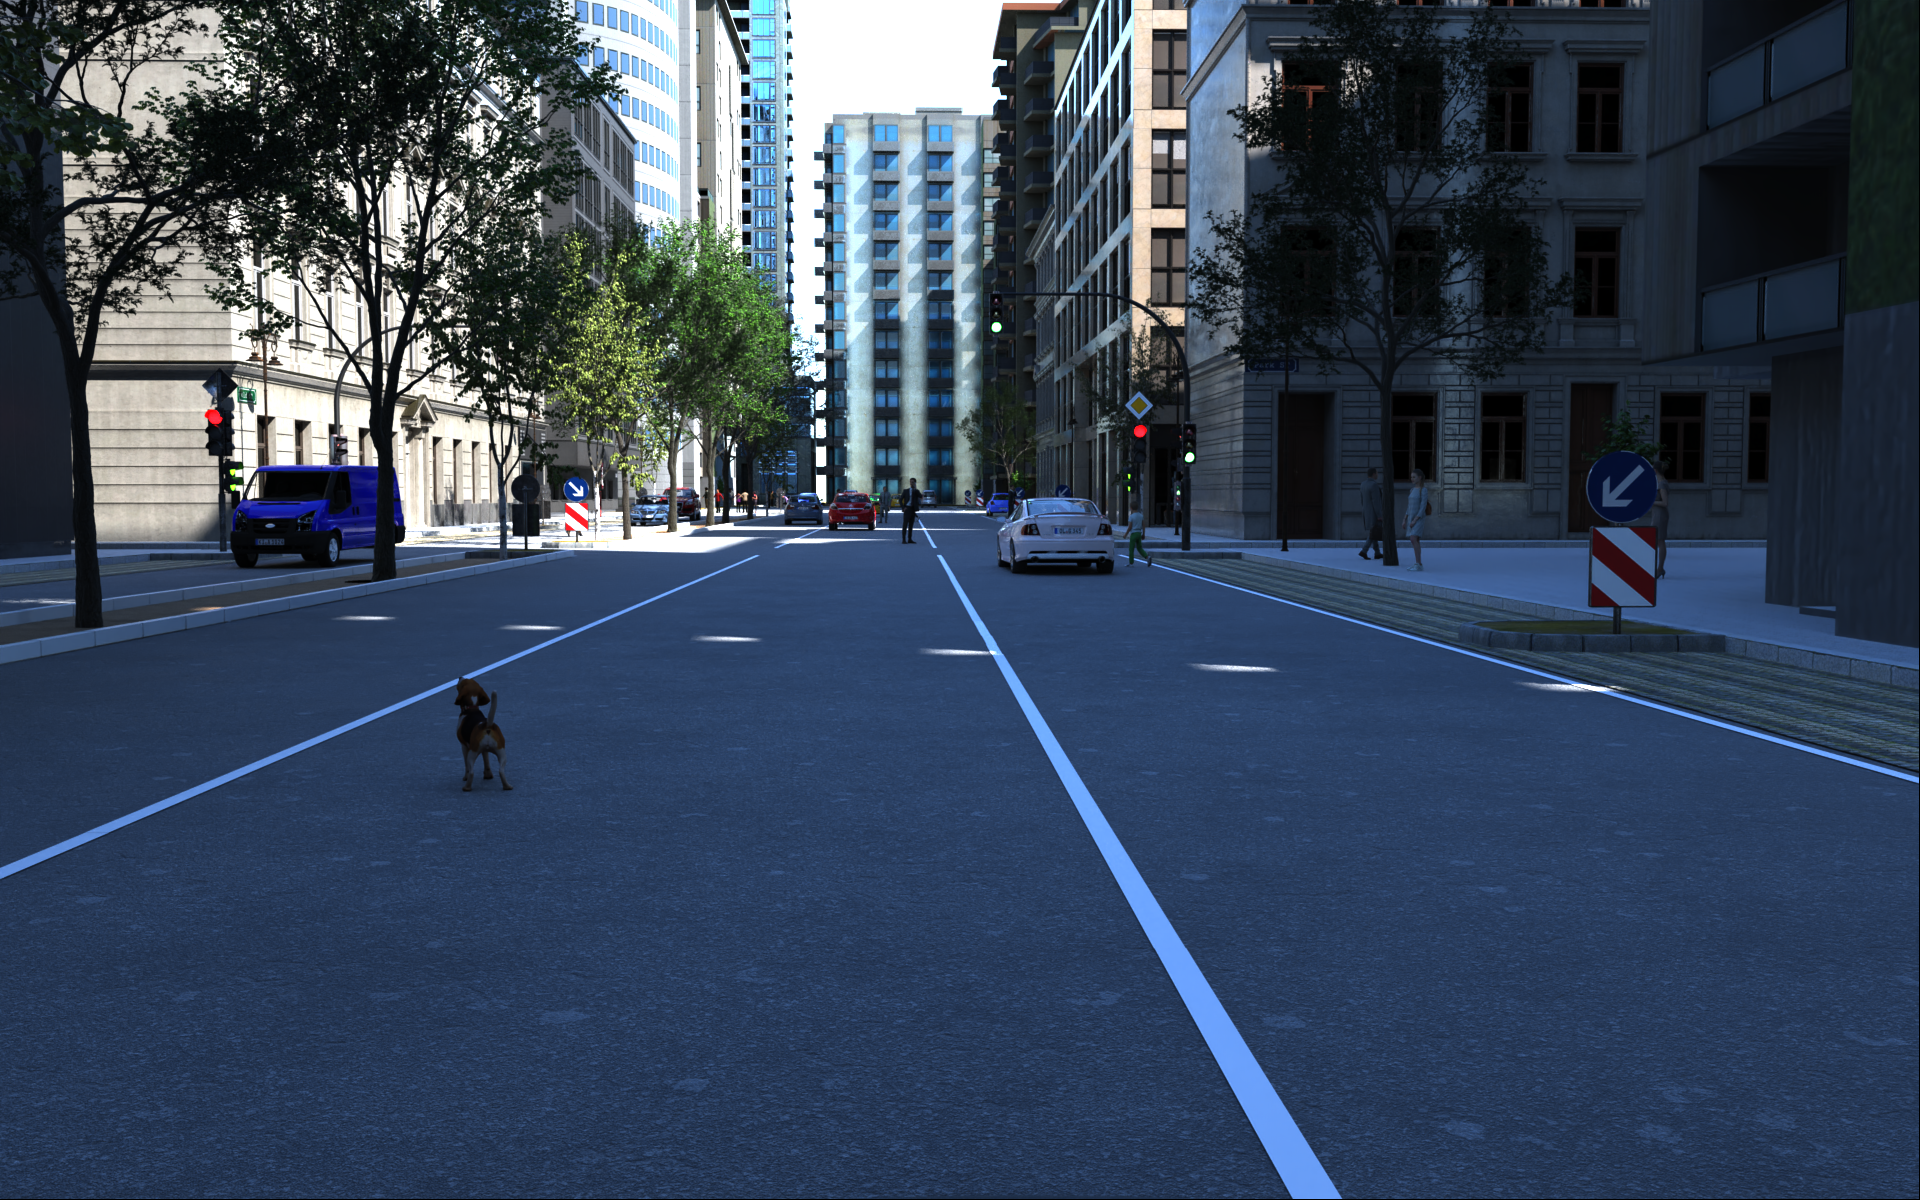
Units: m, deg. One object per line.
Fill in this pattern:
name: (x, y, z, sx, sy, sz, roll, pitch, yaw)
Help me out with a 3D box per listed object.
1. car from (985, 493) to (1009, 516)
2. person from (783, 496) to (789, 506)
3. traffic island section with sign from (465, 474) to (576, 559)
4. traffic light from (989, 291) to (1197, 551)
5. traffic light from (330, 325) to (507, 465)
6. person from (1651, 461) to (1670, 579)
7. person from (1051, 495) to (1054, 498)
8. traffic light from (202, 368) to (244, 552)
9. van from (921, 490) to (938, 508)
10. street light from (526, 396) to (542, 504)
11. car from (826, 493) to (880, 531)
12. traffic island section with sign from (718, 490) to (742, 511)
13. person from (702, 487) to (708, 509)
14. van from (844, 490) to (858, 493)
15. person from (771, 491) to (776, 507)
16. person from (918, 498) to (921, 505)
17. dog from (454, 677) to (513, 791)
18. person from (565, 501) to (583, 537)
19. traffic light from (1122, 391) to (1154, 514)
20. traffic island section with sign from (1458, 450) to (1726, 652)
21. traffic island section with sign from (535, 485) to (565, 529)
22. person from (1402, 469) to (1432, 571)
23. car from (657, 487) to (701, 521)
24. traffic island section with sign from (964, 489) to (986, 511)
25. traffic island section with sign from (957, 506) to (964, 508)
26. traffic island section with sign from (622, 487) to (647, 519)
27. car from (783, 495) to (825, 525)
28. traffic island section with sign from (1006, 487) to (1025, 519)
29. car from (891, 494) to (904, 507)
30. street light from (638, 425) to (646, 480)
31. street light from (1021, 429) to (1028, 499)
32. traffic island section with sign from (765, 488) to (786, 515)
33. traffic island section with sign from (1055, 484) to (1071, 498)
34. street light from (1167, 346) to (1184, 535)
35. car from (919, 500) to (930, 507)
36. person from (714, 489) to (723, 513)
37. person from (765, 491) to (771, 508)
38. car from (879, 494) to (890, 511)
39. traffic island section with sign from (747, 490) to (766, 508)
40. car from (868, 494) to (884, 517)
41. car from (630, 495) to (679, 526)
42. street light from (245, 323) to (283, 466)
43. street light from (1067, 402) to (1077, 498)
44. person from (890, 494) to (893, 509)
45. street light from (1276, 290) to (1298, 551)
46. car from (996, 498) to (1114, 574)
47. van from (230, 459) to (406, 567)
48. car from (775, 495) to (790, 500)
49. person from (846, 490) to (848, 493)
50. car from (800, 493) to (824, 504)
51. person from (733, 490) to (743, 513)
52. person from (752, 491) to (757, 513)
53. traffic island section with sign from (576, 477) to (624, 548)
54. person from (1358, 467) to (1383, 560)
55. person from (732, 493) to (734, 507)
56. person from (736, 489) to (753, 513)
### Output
car: (2.616, -6.232, 111.476, 1.945, 1.707, 3.694, 0, 4, -4)
person: (-13.021, -7.180, 129.134, 0.421, 1.427, 0.697, 3, 5, 41)
traffic island section with sign: (-9.951, -1.897, 39.149, 2.006, 1.907, 1.989, 0, 4, -2)
traffic light: (3.022, -3.939, 39.075, 4.771, 5.953, 1.251, 0, 4, -2)
traffic light: (-14.611, -4.403, 46.654, 4.771, 5.953, 1.251, 0, 4, -2)
person: (10.524, -1.212, 26.197, 0.374, 1.781, 0.599, 1, 4, 17)
person: (4.946, -5.056, 93.399, 0.332, 1.250, 0.352, -3, 5, -45)
traffic light: (-16.439, -3.037, 38.570, 0.839, 4.253, 0.868, 0, 4, -2)
van: (-3.293, -10.726, 182.387, 2.013, 2.044, 4.112, 0, 4, -2)
street light: (-19.837, -6.607, 80.804, 0.468, 5.910, 1.993, 0, 4, -2)
car: (-4.304, -3.694, 69.432, 2.155, 1.783, 4.494, 0, 4, -1)
traffic island section with sign: (-19.723, -8.549, 148.401, 1.989, 1.847, 2.006, 0, 4, -2)
person: (-21.890, -8.786, 149.332, 0.705, 1.869, 1.348, 1, 4, 13)
van: (-10.969, -10.257, 174.705, 2.013, 2.044, 4.112, 0, 4, 0)
person: (-21.229, -11.465, 196.045, 0.705, 1.812, 1.348, -2, 4, -29)
person: (-3.769, -8.918, 154.239, 0.705, 1.831, 1.348, -1, 4, -20)
dog: (-2.367, 0.659, 8.517, 0.540, 0.507, 0.406, 2, 4, 24)
person: (-12.971, -3.023, 58.275, 0.624, 1.780, 0.694, -1, 4, -10)
traffic light: (4.851, -3.568, 47.265, 0.839, 4.253, 0.868, 0, 4, -2)
traffic island section with sign: (5.894, -0.484, 16.535, 1.989, 1.847, 2.006, 0, 4, -2)
traffic island section with sign: (-17.211, -3.832, 71.285, 1.989, 1.847, 2.006, 0, 4, -2)
person: (7.659, -1.344, 29.025, 0.522, 1.701, 0.512, -1, 4, -20)
car: (-15.189, -5.201, 93.714, 2.281, 1.827, 5.304, 0, 4, -4)
traffic island section with sign: (1.571, -8.629, 149.711, 1.989, 1.847, 2.006, 0, 4, -2)
traffic island section with sign: (0.680, -10.309, 177.171, 1.989, 1.847, 2.006, 0, 4, -2)
traffic island section with sign: (-18.093, -5.490, 98.390, 1.989, 1.847, 2.006, 0, 4, -2)
car: (-7.377, -4.274, 81.877, 2.014, 1.417, 4.499, 0, 4, -4)
traffic island section with sign: (3.222, -5.522, 98.907, 1.989, 1.847, 2.006, 0, 4, -2)
car: (-5.940, -9.448, 164.704, 2.015, 1.641, 3.980, 0, 4, -3)
street light: (-21.060, -8.666, 114.470, 0.468, 5.910, 1.993, 0, 4, -2)
street light: (4.533, -9.086, 121.340, 0.468, 5.910, 1.993, 0, 4, -2)
traffic island section with sign: (-12.632, -6.943, 121.651, 2.006, 1.907, 1.989, 0, 4, -2)
traffic island section with sign: (4.107, -3.874, 71.966, 1.989, 1.847, 2.006, 0, 4, -2)
street light: (6.758, -4.955, 53.798, 0.468, 5.910, 1.993, 0, 4, -2)
car: (-4.288, -11.354, 197.632, 2.014, 1.417, 4.499, 0, 4, -2)
person: (-18.147, -7.419, 129.740, 1.348, 1.831, 0.705, 2, 4, 33)
person: (-19.114, -9.980, 172.395, 0.721, 1.735, 1.217, -2, 4, -29)
car: (-6.728, -8.275, 144.094, 1.959, 1.807, 4.718, 0, 4, -1)
traffic island section with sign: (-20.597, -10.197, 175.342, 1.989, 1.847, 2.006, 0, 4, -2)
car: (-5.615, -5.996, 108.261, 2.015, 1.641, 3.980, 0, 4, -3)
car: (-13.876, -4.084, 78.777, 2.014, 1.417, 4.499, 0, 4, -1)
street light: (-18.710, -4.522, 46.730, 0.468, 5.910, 1.993, 0, 4, -2)
street light: (5.656, -6.997, 87.189, 0.468, 5.910, 1.993, 0, 4, -2)
person: (-6.494, -9.164, 161.546, 0.599, 1.433, 0.991, -2, 4, -34)
street light: (7.284, -4.029, 38.669, 0.468, 5.910, 1.993, 0, 4, -2)
car: (1.761, -1.242, 32.663, 2.083, 1.381, 4.827, 0, 4, -4)
van: (-13.176, -1.910, 35.609, 2.240, 2.365, 5.245, 0, 3, 0)
car: (-18.676, -10.510, 184.424, 1.945, 1.354, 3.894, 0, 4, -2)
person: (-10.416, -9.303, 161.049, 0.683, 1.767, 0.568, 1, 4, 9)
car: (-10.238, -6.591, 117.361, 1.945, 1.707, 3.694, 0, 4, -1)
person: (-17.105, -7.638, 134.061, 1.217, 1.739, 0.721, 2, 4, 29)
person: (-15.248, -7.215, 127.929, 0.593, 1.643, 0.415, 1, 4, 13)
traffic island section with sign: (-10.182, -2.350, 46.552, 2.006, 1.907, 1.989, 0, 4, -2)
person: (8.134, -1.704, 34.008, 0.767, 1.812, 0.694, -1, 4, -15)
person: (-22.521, -9.891, 170.981, 0.599, 1.433, 0.991, -1, 4, -15)
person: (-16.469, -7.588, 132.580, 1.348, 1.823, 0.705, -1, 4, -22)
